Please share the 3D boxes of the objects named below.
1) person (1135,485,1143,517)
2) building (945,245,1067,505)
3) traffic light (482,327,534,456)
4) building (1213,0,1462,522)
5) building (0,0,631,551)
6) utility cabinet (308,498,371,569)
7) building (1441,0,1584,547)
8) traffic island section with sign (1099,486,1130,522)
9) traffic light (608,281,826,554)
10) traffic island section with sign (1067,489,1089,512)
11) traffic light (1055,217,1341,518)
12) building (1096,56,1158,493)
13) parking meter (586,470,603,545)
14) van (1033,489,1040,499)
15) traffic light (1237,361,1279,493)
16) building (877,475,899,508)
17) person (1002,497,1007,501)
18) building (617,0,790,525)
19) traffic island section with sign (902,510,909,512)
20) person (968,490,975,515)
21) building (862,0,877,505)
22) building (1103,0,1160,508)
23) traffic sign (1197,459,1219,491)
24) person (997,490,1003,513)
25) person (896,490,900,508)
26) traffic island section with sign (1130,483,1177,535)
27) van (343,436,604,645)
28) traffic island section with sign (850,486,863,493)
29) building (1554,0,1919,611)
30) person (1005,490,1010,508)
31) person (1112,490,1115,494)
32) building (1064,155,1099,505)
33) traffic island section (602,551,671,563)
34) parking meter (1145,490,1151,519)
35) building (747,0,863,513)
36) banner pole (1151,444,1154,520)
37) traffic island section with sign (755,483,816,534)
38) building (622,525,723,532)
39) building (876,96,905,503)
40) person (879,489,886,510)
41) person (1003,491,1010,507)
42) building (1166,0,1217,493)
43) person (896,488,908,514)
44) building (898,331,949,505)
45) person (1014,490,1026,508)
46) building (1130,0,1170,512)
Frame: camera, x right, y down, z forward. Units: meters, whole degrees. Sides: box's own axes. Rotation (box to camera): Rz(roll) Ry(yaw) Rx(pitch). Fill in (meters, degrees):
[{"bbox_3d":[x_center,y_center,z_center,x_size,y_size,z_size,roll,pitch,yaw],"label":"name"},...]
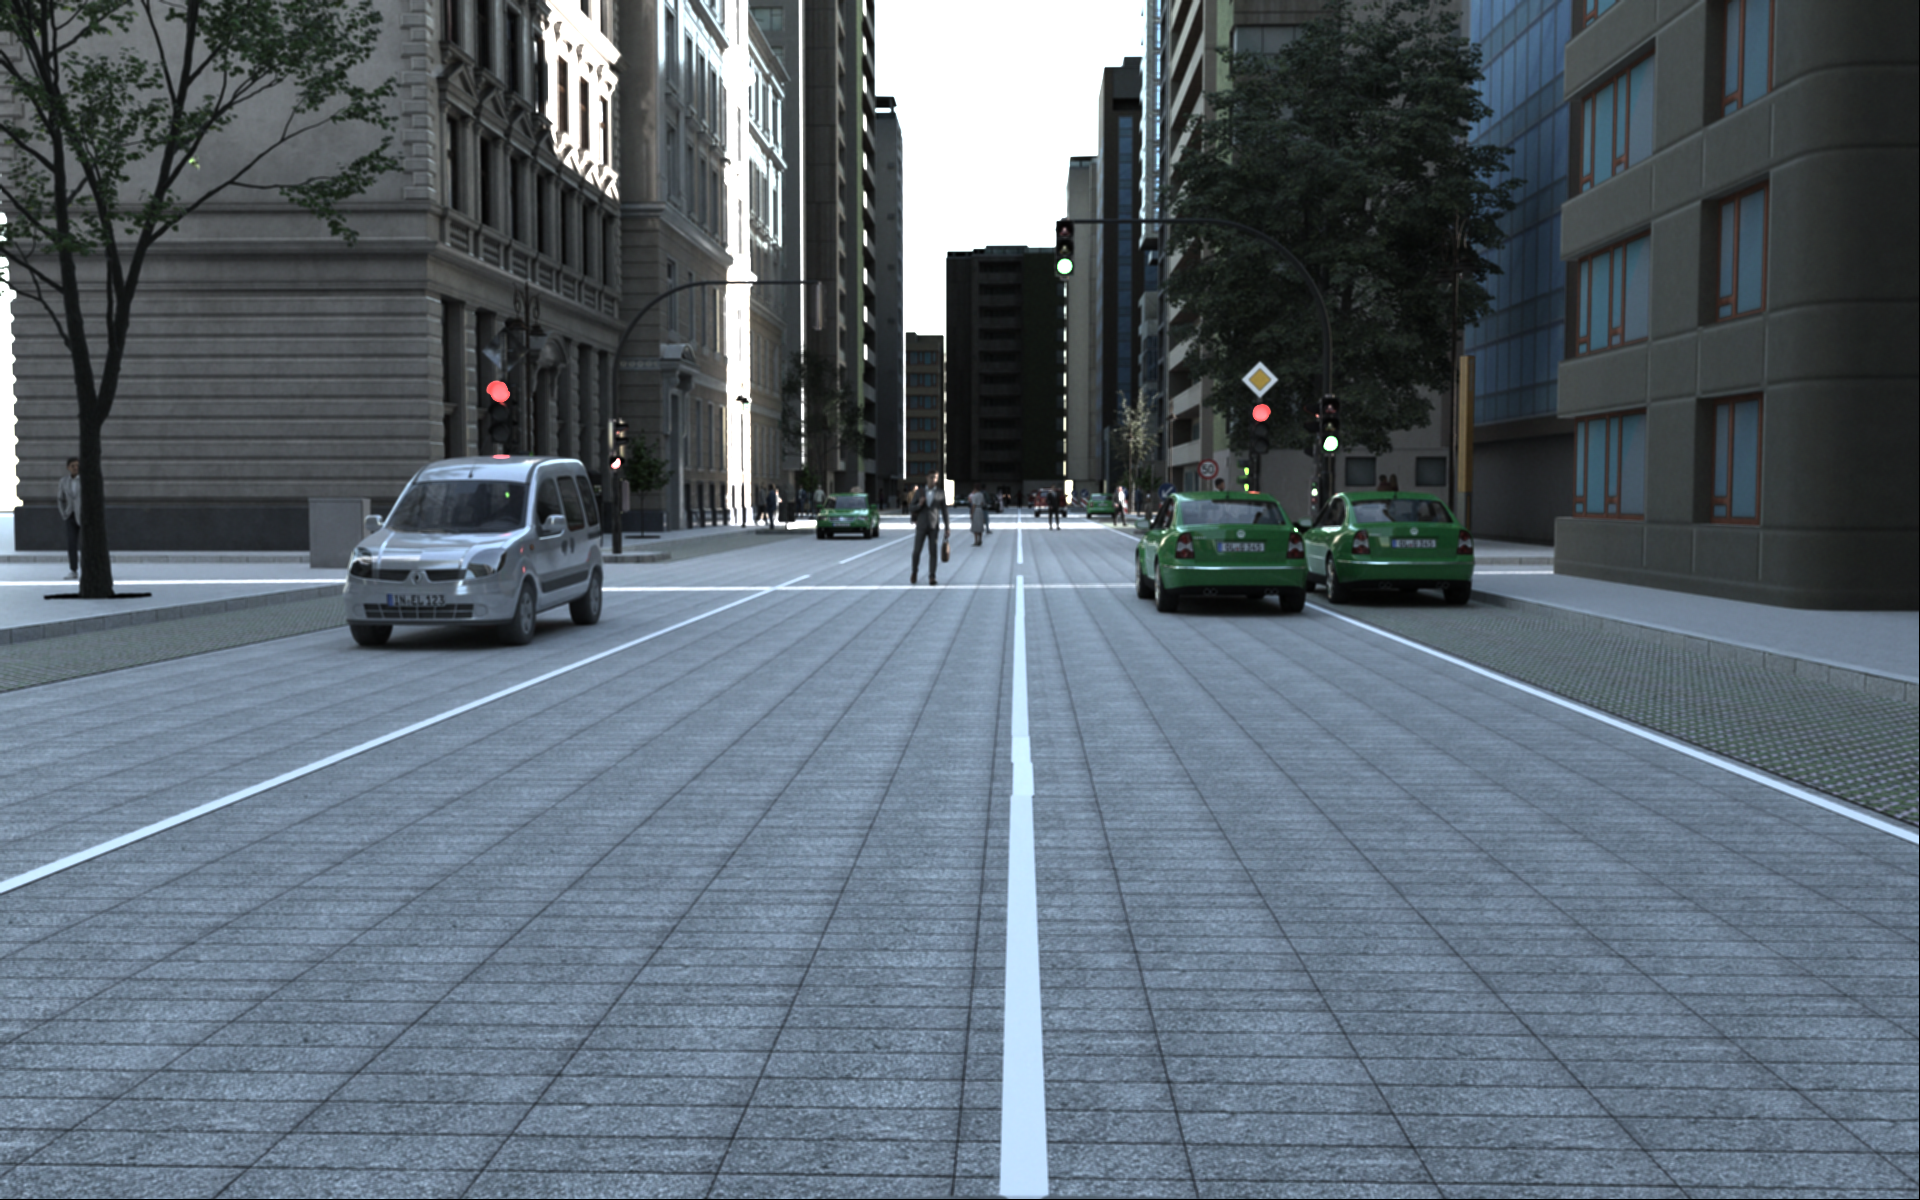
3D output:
[{"bbox_3d":[10.121,-5.614,98.010,0.419,1.800,0.721,1,4,17],"label":"person"},{"bbox_3d":[5.323,-26.415,203.579,14.107,30.474,14.160,0,4,2],"label":"building"},{"bbox_3d":[-7.622,-2.459,29.123,0.839,4.253,0.868,0,4,2],"label":"traffic light"},{"bbox_3d":[16.777,-23.436,66.774,14.154,41.232,14.086,0,4,2],"label":"building"},{"bbox_3d":[-16.263,-13.370,47.475,11.050,23.489,19.941,0,4,2],"label":"building"},{"bbox_3d":[-10.721,-1.150,29.971,1.020,1.237,0.306,1,4,11],"label":"utility cabinet"},{"bbox_3d":[21.301,-24.083,43.866,14.200,45.320,14.600,0,4,2],"label":"building"},{"bbox_3d":[8.123,-4.900,88.743,1.989,1.847,2.006,0,4,2],"label":"traffic island section with sign"},{"bbox_3d":[-5.256,-3.816,37.067,4.771,5.953,1.251,0,4,2],"label":"traffic light"},{"bbox_3d":[9.830,-7.952,138.641,1.989,1.847,2.006,0,4,2],"label":"traffic island section with sign"},{"bbox_3d":[3.938,-3.299,28.604,4.771,5.953,1.251,0,4,2],"label":"traffic light"},{"bbox_3d":[21.304,-32.320,178.540,14.600,45.320,14.200,0,4,2],"label":"building"},{"bbox_3d":[-8.878,-2.223,42.055,0.255,1.863,0.399,-3,5,-40],"label":"parking meter"},{"bbox_3d":[6.907,-8.149,140.245,2.013,2.044,4.112,0,4,1],"label":"van"},{"bbox_3d":[6.304,-2.919,36.655,0.839,4.253,0.868,0,4,2],"label":"traffic light"},{"bbox_3d":[-22.146,-28.690,160.970,32.217,40.220,23.993,0,4,2],"label":"building"},{"bbox_3d":[4.219,-9.979,174.915,1.065,1.426,0.557,1,4,9],"label":"person"},{"bbox_3d":[-16.512,-18.471,87.898,13.634,28.700,20.117,0,4,2],"label":"building"},{"bbox_3d":[-3.577,-7.980,139.100,1.989,1.847,2.006,0,4,2],"label":"traffic island section with sign"},{"bbox_3d":[0.901,-6.726,119.404,0.756,1.711,0.436,-3,4,-37],"label":"person"},{"bbox_3d":[-18.134,-31.401,137.105,21.300,48.544,21.600,0,4,2],"label":"building"},{"bbox_3d":[24.950,-51.493,154.587,22.319,86.520,31.000,0,4,2],"label":"building"},{"bbox_3d":[8.886,-3.793,62.120,0.768,2.556,0.104,1,4,8],"label":"traffic sign"},{"bbox_3d":[3.099,-7.620,133.750,0.551,1.740,0.621,0,4,8],"label":"person"},{"bbox_3d":[-5.658,-9.147,157.071,0.593,1.643,0.415,3,5,39],"label":"person"},{"bbox_3d":[7.205,-3.242,61.635,1.989,1.847,2.006,0,4,2],"label":"traffic island section with sign"},{"bbox_3d":[-4.869,-0.655,17.726,2.013,2.044,4.112,0,4,2],"label":"van"},{"bbox_3d":[-5.294,-4.916,89.003,1.989,1.847,2.006,0,4,2],"label":"traffic island section with sign"},{"bbox_3d":[22.911,-10.238,12.425,27.650,21.520,28.899,0,4,2],"label":"building"},{"bbox_3d":[4.991,-10.668,182.886,0.705,1.831,1.348,1,4,15],"label":"person"},{"bbox_3d":[12.001,-7.849,135.835,0.415,1.643,0.593,-1,4,-19],"label":"person"},{"bbox_3d":[19.402,-31.737,202.500,14.086,41.232,14.154,0,4,2],"label":"building"},{"bbox_3d":[-7.389,-0.915,37.240,2.009,0.180,2.903,0,4,2],"label":"traffic island section"},{"bbox_3d":[9.659,-4.902,88.565,0.372,1.533,0.369,0,3,0],"label":"parking meter"},{"bbox_3d":[-14.244,-26.653,119.376,14.154,41.232,14.086,0,4,2],"label":"building"},{"bbox_3d":[9.687,-5.942,87.166,0.401,3.779,0.863,0,4,0],"label":"banner pole"},{"bbox_3d":[-6.208,-3.268,62.063,1.989,1.847,2.006,0,4,2],"label":"traffic island section with sign"},{"bbox_3d":[-15.853,-17.211,67.305,13.634,28.700,20.117,0,4,2],"label":"building"},{"bbox_3d":[-12.894,-30.389,180.458,14.086,41.232,14.154,0,4,2],"label":"building"},{"bbox_3d":[-6.372,-8.264,141.840,0.721,1.739,1.217,-2,4,-26],"label":"person"},{"bbox_3d":[4.949,-10.884,186.470,0.705,1.822,1.348,3,5,44],"label":"person"},{"bbox_3d":[23.426,-29.013,98.072,21.300,48.544,21.600,0,4,2],"label":"building"},{"bbox_3d":[-3.828,-6.894,121.222,1.348,1.823,0.705,0,4,-1],"label":"person"},{"bbox_3d":[-16.351,-22.388,211.082,28.899,21.520,27.650,0,4,2],"label":"building"},{"bbox_3d":[5.952,-10.057,172.898,1.348,1.831,0.705,1,4,22],"label":"person"},{"bbox_3d":[23.666,-42.229,128.699,20.563,71.187,20.611,0,4,2],"label":"building"}]
